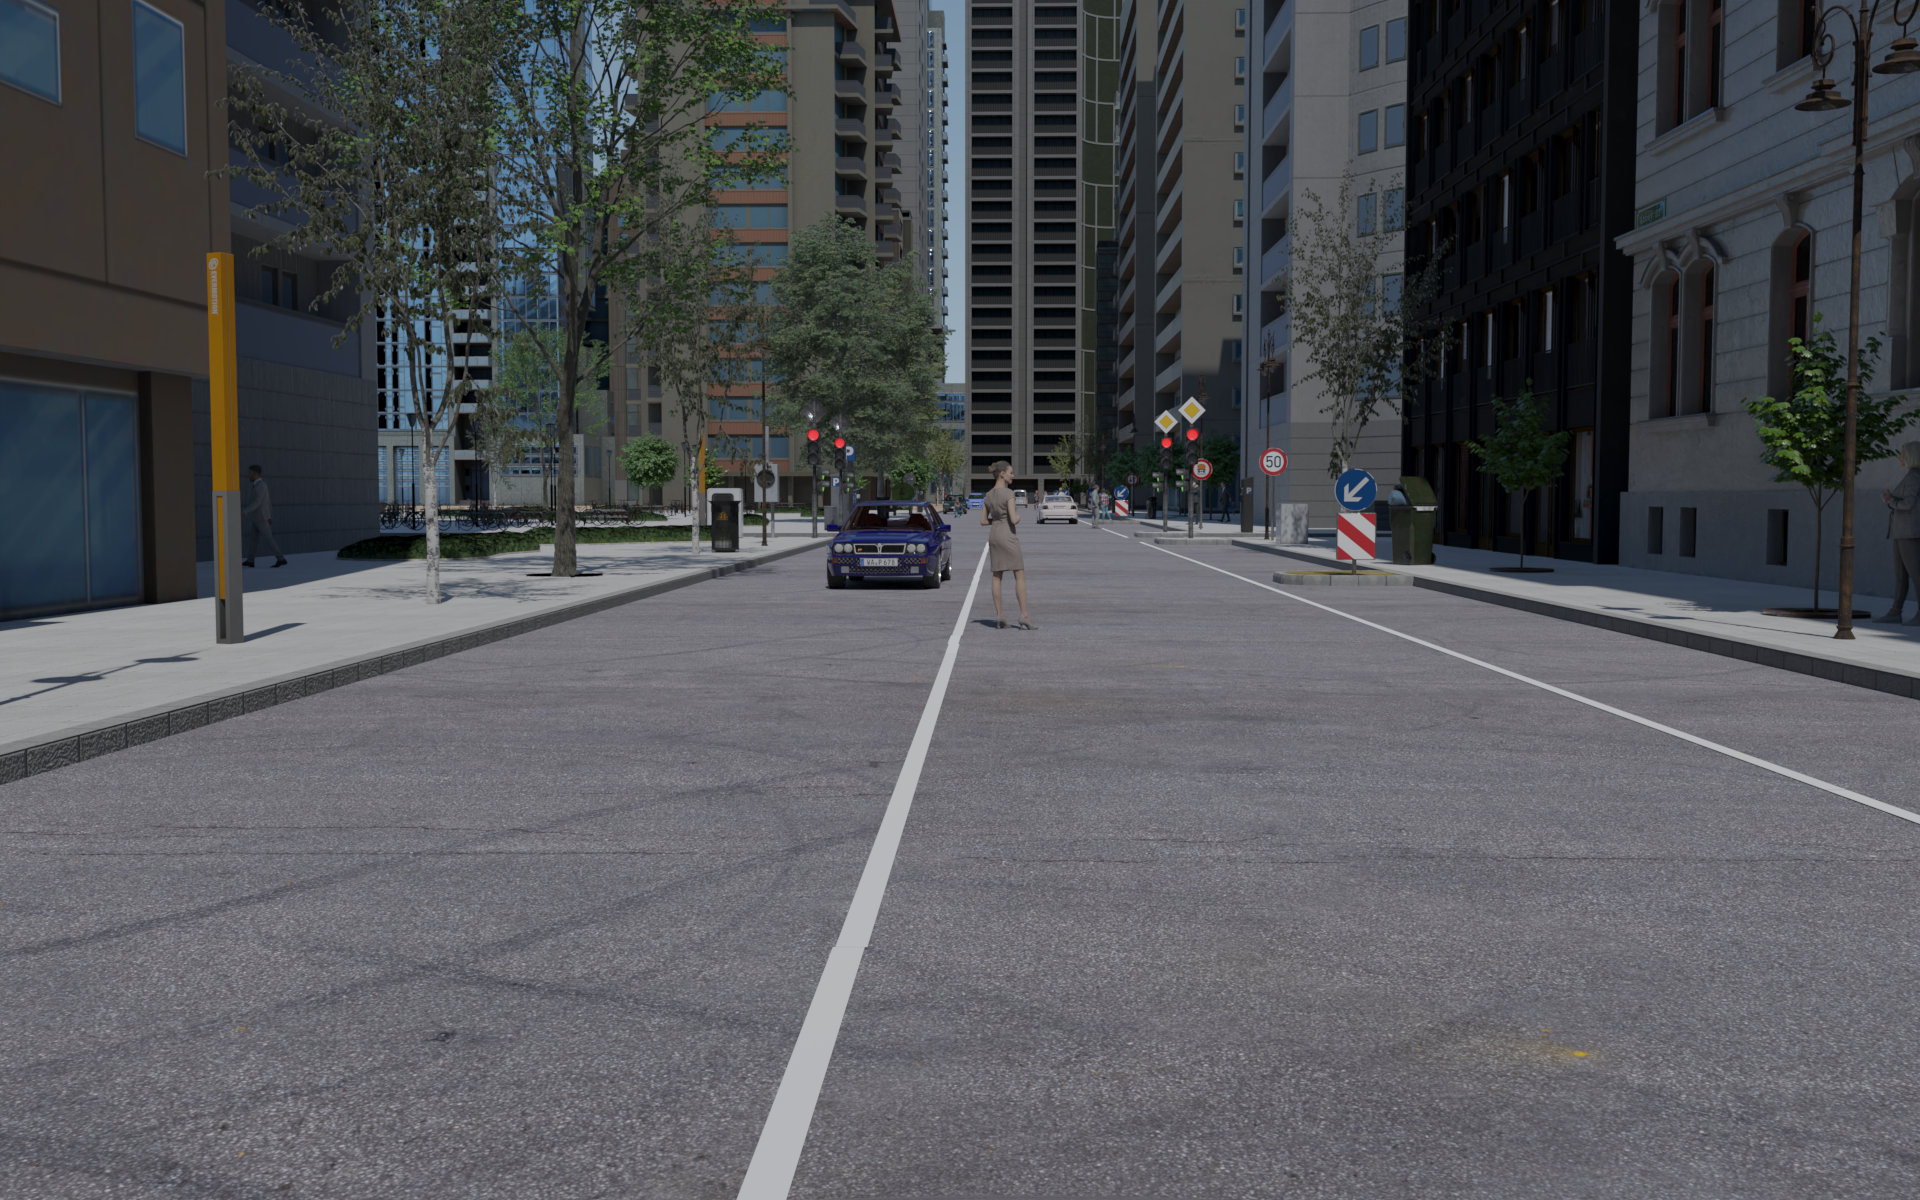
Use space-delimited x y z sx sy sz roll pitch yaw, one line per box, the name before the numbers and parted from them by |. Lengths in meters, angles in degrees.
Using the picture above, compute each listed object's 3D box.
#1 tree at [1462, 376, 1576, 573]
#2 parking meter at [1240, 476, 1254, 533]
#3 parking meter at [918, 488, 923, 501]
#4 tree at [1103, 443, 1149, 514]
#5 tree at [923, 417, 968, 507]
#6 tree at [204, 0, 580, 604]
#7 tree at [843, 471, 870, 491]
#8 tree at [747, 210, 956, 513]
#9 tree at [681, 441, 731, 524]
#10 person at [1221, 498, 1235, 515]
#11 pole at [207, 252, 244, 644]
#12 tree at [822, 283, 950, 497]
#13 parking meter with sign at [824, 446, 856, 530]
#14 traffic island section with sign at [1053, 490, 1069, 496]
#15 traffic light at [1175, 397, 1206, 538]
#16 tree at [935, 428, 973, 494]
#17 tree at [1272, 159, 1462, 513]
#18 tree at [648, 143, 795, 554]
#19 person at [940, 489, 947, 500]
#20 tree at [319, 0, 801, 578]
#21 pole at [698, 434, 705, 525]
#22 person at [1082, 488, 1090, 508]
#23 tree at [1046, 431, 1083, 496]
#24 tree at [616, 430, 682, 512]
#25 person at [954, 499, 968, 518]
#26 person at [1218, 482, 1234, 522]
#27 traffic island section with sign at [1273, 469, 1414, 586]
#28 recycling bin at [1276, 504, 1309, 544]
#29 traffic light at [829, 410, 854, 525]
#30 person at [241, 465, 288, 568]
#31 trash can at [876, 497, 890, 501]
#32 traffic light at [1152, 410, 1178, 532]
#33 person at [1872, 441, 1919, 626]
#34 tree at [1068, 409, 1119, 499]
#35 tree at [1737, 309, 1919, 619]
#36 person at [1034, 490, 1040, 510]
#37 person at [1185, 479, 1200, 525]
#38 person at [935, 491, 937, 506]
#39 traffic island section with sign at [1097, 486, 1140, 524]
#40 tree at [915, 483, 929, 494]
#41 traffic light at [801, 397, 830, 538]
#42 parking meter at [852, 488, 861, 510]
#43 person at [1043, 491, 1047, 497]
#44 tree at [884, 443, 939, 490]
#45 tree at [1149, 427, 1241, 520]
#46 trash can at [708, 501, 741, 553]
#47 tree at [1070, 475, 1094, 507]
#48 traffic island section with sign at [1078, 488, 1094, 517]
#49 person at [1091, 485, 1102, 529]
tree | 9.325 -2.071 28.455 1.663 3.219 1.824 0 3 0
parking meter | 9.488 -3.156 57.311 0.399 1.863 0.255 -1 4 -15
parking meter | -2.746 -6.986 119.933 0.255 1.863 0.399 -2 4 -25
tree | 10.805 -6.645 92.363 4.285 4.588 4.351 0 3 0
tree | -1.380 -13.207 166.297 4.737 8.622 4.395 0 3 0
tree | -6.155 -4.242 19.718 4.360 8.622 3.978 0 3 0
tree | -7.273 -7.655 119.767 1.663 3.219 1.824 0 3 0
tree | -4.926 -10.465 77.755 9.857 13.997 8.962 0 3 0
tree | -9.176 -4.140 62.288 1.663 3.219 1.824 0 3 0
person | 16.424 -5.774 105.944 1.012 1.151 0.738 -2 4 -29
pole | -6.271 -1.280 14.779 0.158 3.312 0.155 0 3 0
tree | -3.860 -10.615 91.676 7.486 12.596 7.792 0 3 0
parking meter with sign | -4.303 -4.000 61.659 0.543 3.016 1.738 1 4 21
traffic island section with sign | 9.572 -9.246 159.797 1.989 1.847 2.006 0 4 1
traffic light | 6.655 -3.735 49.982 0.839 4.253 0.868 0 4 1
tree | -0.889 -14.751 191.542 4.360 8.622 3.978 0 3 0
tree | 8.933 -5.431 39.163 4.360 8.622 3.978 0 3 0
tree | -5.577 -5.267 36.483 4.360 8.622 3.978 0 3 0
person | -1.819 -11.723 197.659 1.348 1.831 0.705 2 4 34
tree | -6.001 -6.165 26.560 9.928 11.665 9.643 0 3 0
pole | -8.697 -3.946 58.352 0.158 3.312 0.155 0 3 0
person | 11.785 -9.421 160.058 1.348 1.826 0.705 -3 5 -42
tree | 12.469 -15.378 201.787 4.737 8.622 4.395 0 3 0
tree | -15.762 -6.372 87.891 4.285 4.588 4.351 0 3 0
person | -0.009 -5.520 104.251 1.012 1.151 0.738 -1 4 -18
person | 11.988 -4.454 78.638 0.755 1.850 0.659 -1 4 -20
traffic island section with sign | 6.121 -1.181 27.943 1.989 1.847 2.006 0 4 1
recycling bin | 8.585 -1.971 44.775 0.722 1.027 0.722 0 4 0
traffic light | -3.994 -4.239 58.232 0.839 4.253 0.868 0 4 1
person | -12.193 -1.461 30.204 0.850 1.792 0.678 -1 4 -17
trash can | -3.755 -4.461 84.591 0.748 1.137 0.748 0 3 0
traffic light | 6.864 -4.223 57.964 0.839 4.253 0.868 0 4 1
person | 9.215 -0.655 16.935 0.526 1.800 0.537 2 4 34
tree | 11.563 -12.226 150.265 4.360 8.622 3.978 0 3 0
tree | 9.007 -1.450 18.310 1.663 3.219 1.824 0 3 0
person | 6.808 -8.754 152.163 0.617 1.759 0.750 -1 4 -20
person | 9.818 -4.118 72.736 0.474 1.900 0.648 -2 4 -24
person | -2.587 -11.266 190.331 0.705 1.812 1.348 0 4 -8
traffic island section with sign | 7.550 -4.528 82.668 1.989 1.847 2.006 0 4 1
tree | -3.098 -9.091 143.247 1.663 3.219 1.824 0 3 0
traffic light | -4.203 -3.751 50.250 0.839 4.253 0.868 0 4 1
parking meter | -4.519 -4.116 75.709 0.372 1.533 0.369 0 3 0
person | 9.070 -10.698 184.073 0.621 1.740 0.551 0 4 -2
tree | -3.224 -7.913 113.097 4.285 4.588 4.351 0 3 0
tree | 12.395 -6.197 85.035 4.285 4.588 4.351 0 3 0
trash can | -5.154 -1.612 38.010 0.748 1.137 0.748 0 3 0
tree | 12.678 -11.118 176.373 1.663 3.219 1.824 0 3 0
traffic island section with sign | 8.268 -6.194 109.898 1.989 1.847 2.006 0 4 1
person | 5.615 -3.866 71.812 0.391 1.810 0.635 -1 4 -13
